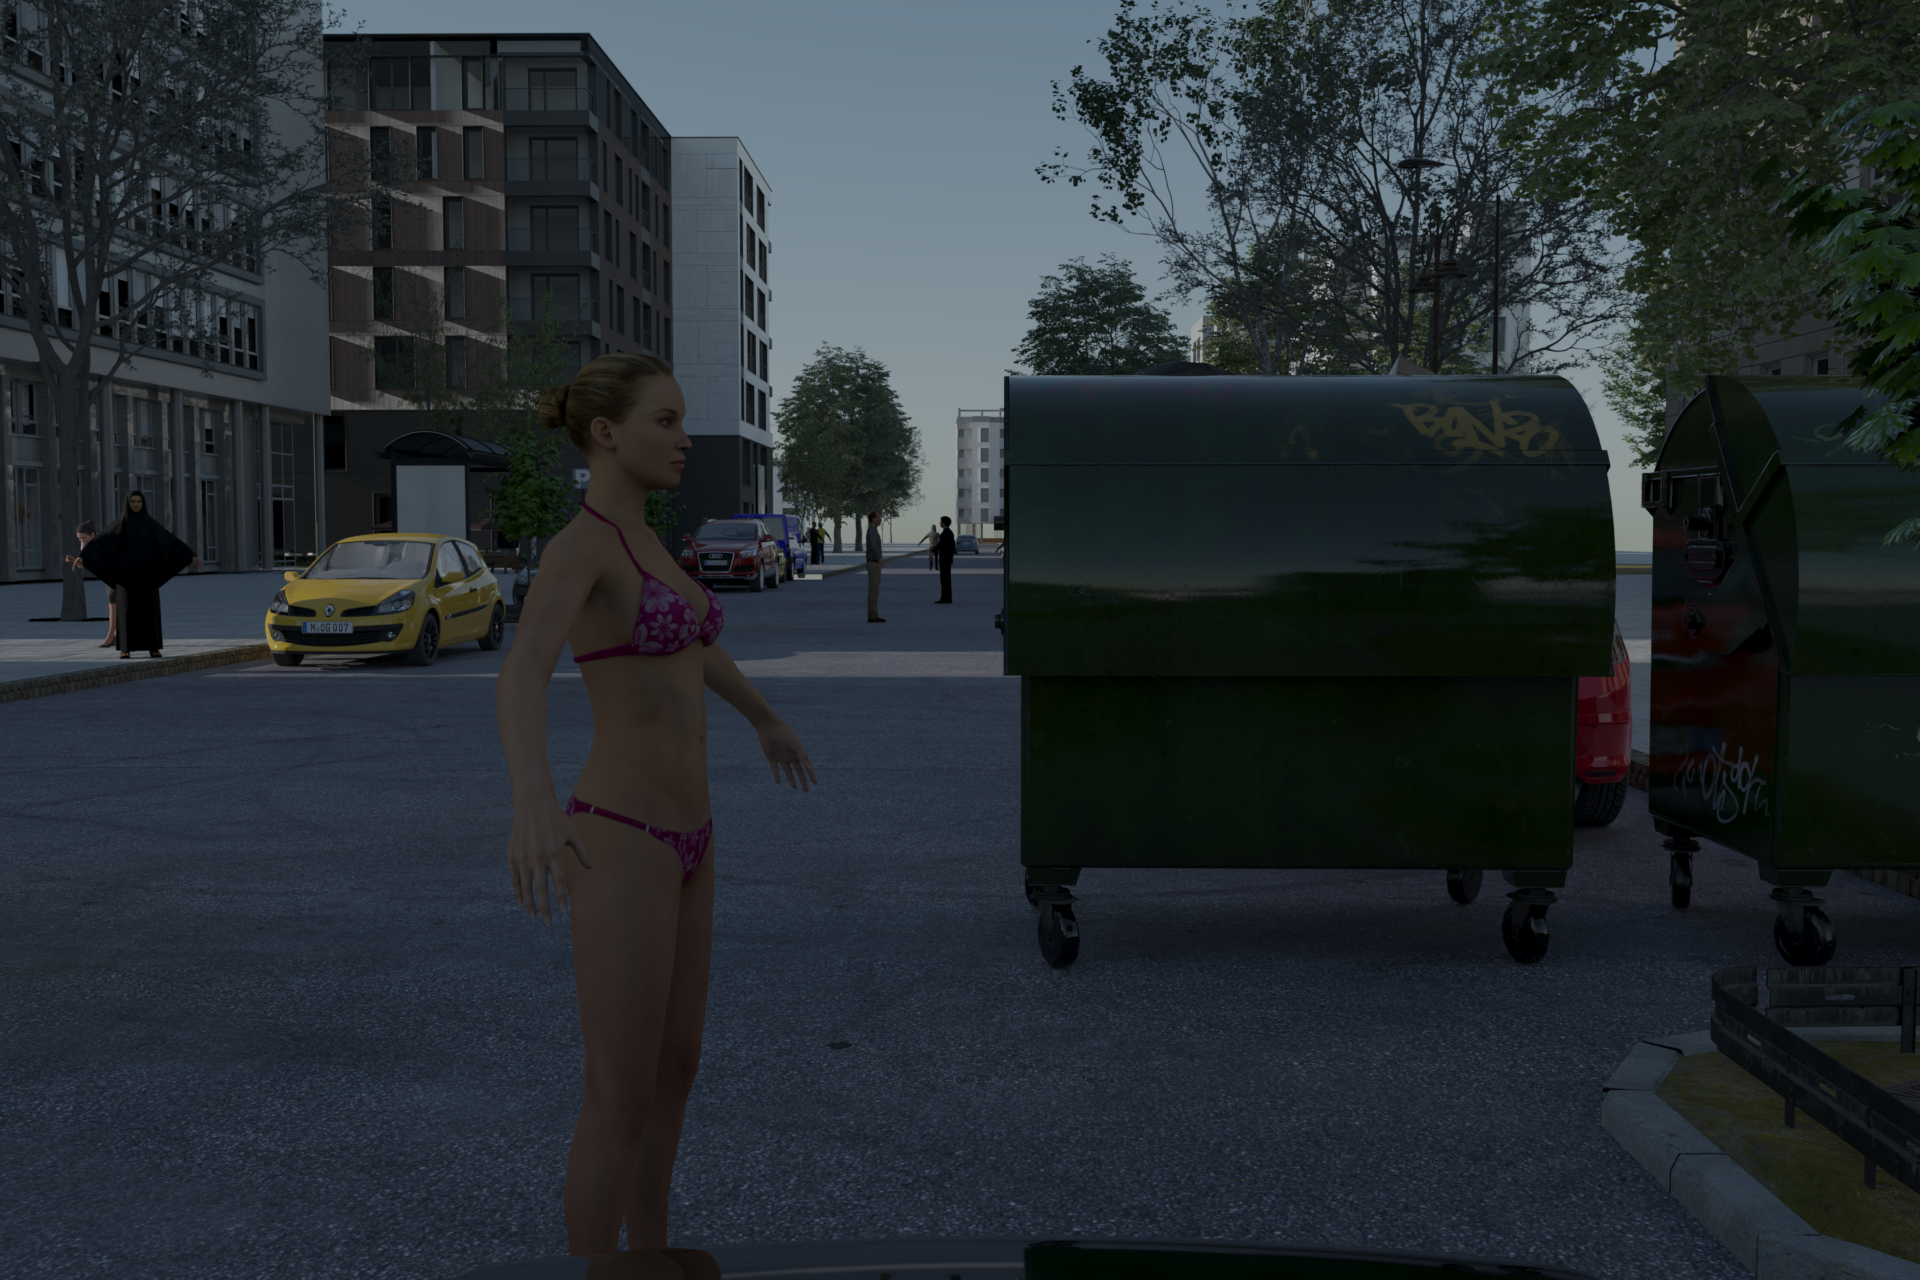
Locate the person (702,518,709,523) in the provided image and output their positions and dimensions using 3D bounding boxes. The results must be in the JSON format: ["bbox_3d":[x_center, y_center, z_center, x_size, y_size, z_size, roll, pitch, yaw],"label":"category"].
[{"bbox_3d":[-8.882,-3.361,60.739,0.705,1.856,1.354,0,4,-4],"label":"person"}]

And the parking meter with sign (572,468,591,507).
[{"bbox_3d":[-9.977,-3.089,46.771,0.543,3.016,1.738,0,4,1],"label":"parking meter with sign"}]

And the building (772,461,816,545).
[{"bbox_3d":[-22.171,-16.576,213.159,9.099,9.664,28.070,0,3,0],"label":"building"}]

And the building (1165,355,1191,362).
[{"bbox_3d":[28.565,-19.167,179.837,16.747,18.905,31.486,0,4,2],"label":"building"}]

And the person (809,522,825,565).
[{"bbox_3d":[-6.076,-4.050,72.448,0.704,1.802,1.346,2,4,27],"label":"person"}]

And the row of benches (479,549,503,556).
[{"bbox_3d":[-20.354,-3.294,69.322,4.104,0.672,1.422,-2,4,-28],"label":"row of benches"}]

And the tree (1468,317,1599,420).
[{"bbox_3d":[18.729,-6.625,58.686,4.360,8.622,3.978,0,3,0],"label":"tree"}]

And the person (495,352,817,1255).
[{"bbox_3d":[-0.471,0.388,2.916,0.721,1.733,1.217,1,4,11],"label":"person"}]

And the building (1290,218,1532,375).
[{"bbox_3d":[26.315,-15.548,110.631,16.016,20.090,11.380,0,4,1],"label":"building"}]

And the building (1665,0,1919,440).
[{"bbox_3d":[26.402,-14.791,39.090,12.463,27.353,25.104,0,4,1],"label":"building"}]

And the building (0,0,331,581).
[{"bbox_3d":[-32.035,-14.295,41.326,19.016,26.051,41.698,0,4,1],"label":"building"}]

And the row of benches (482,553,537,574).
[{"bbox_3d":[-15.082,-2.534,56.902,4.104,0.672,1.422,2,4,24],"label":"row of benches"}]

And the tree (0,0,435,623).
[{"bbox_3d":[-13.109,-7.026,25.253,12.009,13.543,11.850,0,3,0],"label":"tree"}]

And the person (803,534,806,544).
[{"bbox_3d":[-6.444,-3.713,67.436,0.721,1.740,1.216,3,5,44],"label":"person"}]

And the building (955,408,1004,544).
[{"bbox_3d":[-0.177,-23.920,249.971,11.380,20.090,16.016,-1,4,-9],"label":"building"}]

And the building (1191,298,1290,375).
[{"bbox_3d":[27.836,-16.298,132.937,16.747,18.905,31.486,0,4,1],"label":"building"}]

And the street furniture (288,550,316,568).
[{"bbox_3d":[-29.071,-3.160,67.288,10.072,0.657,5.734,-1,4,-15],"label":"street furniture"}]

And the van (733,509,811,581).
[{"bbox_3d":[-6.004,-3.078,54.716,2.240,2.365,5.245,0,4,1],"label":"van"}]

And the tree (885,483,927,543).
[{"bbox_3d":[-9.960,-20.544,246.261,12.009,13.543,11.850,0,3,0],"label":"tree"}]

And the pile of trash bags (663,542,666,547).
[{"bbox_3d":[-9.892,-2.628,52.713,1.912,1.369,3.447,0,4,1],"label":"pile of trash bags"}]

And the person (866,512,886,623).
[{"bbox_3d":[-1.370,-1.190,28.184,0.705,1.796,1.348,0,4,-6],"label":"person"}]

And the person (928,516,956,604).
[{"bbox_3d":[-0.324,-1.659,35.770,0.705,1.806,1.347,1,4,19],"label":"person"}]

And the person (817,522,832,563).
[{"bbox_3d":[-6.214,-4.332,76.792,1.349,1.833,0.705,-3,4,-39],"label":"person"}]

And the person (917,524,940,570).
[{"bbox_3d":[-1.029,-3.650,68.260,1.348,1.813,0.705,1,4,8],"label":"person"}]

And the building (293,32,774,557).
[{"bbox_3d":[-25.360,-14.891,87.437,27.936,21.610,32.646,0,4,1],"label":"building"}]

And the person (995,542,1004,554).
[{"bbox_3d":[1.607,-2.418,48.121,1.348,1.813,0.705,-2,4,-29],"label":"person"}]

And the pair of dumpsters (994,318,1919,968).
[{"bbox_3d":[2.338,-0.073,6.147,4.436,2.255,1.574,0,4,1],"label":"pair of dumpsters"}]

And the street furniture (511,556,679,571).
[{"bbox_3d":[-12.859,-2.908,63.170,5.734,0.657,10.072,0,4,3],"label":"street furniture"}]

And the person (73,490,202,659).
[{"bbox_3d":[-8.480,-0.678,17.871,1.214,1.737,0.721,-2,4,-32],"label":"person"}]

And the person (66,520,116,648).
[{"bbox_3d":[-9.712,-0.633,19.585,0.628,1.438,0.799,-1,4,-21],"label":"person"}]

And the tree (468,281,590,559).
[{"bbox_3d":[-12.589,-6.155,50.994,4.737,8.622,4.395,0,3,0],"label":"tree"}]

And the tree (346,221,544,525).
[{"bbox_3d":[-12.943,-5.589,41.742,4.360,8.622,3.978,0,3,0],"label":"tree"}]
